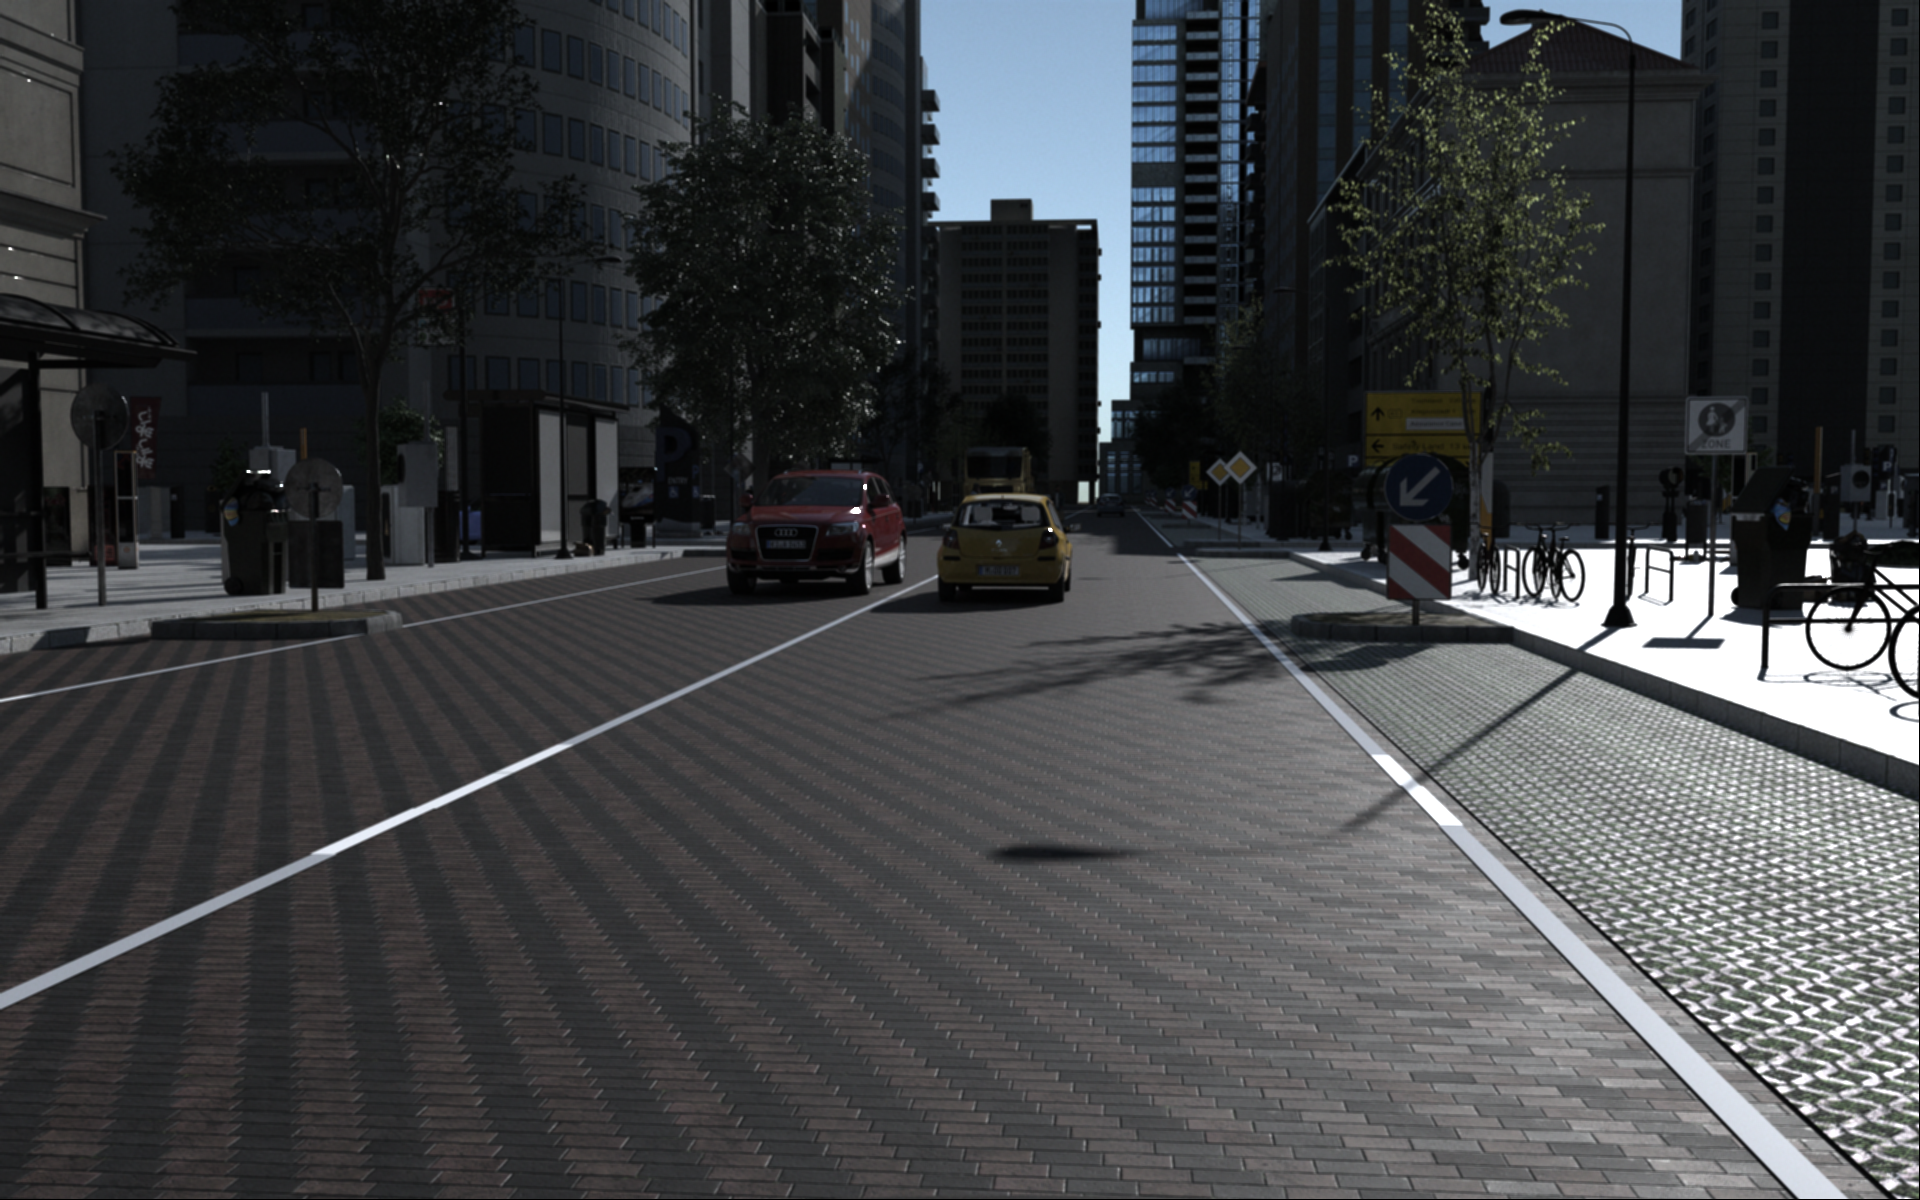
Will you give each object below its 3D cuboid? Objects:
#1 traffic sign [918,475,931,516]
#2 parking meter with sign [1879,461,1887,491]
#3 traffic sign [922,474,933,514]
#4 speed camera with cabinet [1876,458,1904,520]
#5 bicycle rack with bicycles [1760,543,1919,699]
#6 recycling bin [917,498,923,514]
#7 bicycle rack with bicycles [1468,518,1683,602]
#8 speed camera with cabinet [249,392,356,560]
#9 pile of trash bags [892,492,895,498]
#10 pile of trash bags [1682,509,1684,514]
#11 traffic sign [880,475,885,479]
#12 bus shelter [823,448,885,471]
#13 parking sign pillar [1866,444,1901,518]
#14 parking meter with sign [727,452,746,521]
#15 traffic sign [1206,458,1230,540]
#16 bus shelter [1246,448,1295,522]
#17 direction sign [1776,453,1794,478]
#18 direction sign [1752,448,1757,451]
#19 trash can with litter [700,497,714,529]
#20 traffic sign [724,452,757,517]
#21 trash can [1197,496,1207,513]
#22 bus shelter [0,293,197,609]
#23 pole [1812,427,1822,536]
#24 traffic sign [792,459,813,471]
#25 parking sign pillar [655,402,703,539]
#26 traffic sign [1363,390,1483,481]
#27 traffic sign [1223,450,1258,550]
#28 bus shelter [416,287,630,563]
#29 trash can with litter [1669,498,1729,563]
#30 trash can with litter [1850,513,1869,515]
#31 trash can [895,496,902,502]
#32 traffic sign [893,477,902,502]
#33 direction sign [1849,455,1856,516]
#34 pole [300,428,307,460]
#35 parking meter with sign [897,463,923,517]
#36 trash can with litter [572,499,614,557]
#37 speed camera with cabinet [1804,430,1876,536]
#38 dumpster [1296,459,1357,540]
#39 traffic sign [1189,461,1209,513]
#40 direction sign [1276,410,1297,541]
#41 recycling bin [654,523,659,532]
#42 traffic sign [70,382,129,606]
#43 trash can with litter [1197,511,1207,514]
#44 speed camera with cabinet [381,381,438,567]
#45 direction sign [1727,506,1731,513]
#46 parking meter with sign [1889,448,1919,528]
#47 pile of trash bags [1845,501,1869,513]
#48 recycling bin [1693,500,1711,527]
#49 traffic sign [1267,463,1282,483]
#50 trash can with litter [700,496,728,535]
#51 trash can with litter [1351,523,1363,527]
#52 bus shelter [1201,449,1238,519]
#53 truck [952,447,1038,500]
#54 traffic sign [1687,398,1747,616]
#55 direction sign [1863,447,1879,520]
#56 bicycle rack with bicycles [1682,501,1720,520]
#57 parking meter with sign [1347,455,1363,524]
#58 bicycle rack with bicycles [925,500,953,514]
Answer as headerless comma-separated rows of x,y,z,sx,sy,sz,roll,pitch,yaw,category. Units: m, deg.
-2.088,-6.191,102.404,0.795,2.450,0.064,0,4,8,traffic sign
48.548,-5.793,90.981,0.543,3.016,1.738,3,4,37,parking meter with sign
-2.090,-6.605,108.095,0.768,2.556,0.104,1,4,10,traffic sign
47.172,-5.710,87.690,2.038,3.252,0.660,-2,4,-35,speed camera with cabinet
7.085,0.092,11.874,2.925,0.926,2.852,0,4,-5,bicycle rack with bicycles
-2.790,-5.813,107.600,0.722,1.027,0.722,3,4,36,recycling bin
7.707,-0.508,21.692,2.852,0.926,2.925,1,4,14,bicycle rack with bicycles
-12.798,-2.407,33.698,2.038,3.252,0.660,1,4,19,speed camera with cabinet
-4.205,-4.622,85.322,1.912,1.369,3.447,2,4,29,pile of trash bags
46.486,-6.308,112.884,1.912,1.369,3.447,0,4,-2,pile of trash bags
-4.288,-5.695,95.236,0.606,2.300,0.079,0,4,6,traffic sign
-4.706,-5.090,77.144,2.014,3.302,5.546,0,4,5,bus shelter
50.333,-6.486,94.511,1.447,3.967,1.447,0,4,-7,parking sign pillar
-8.861,-4.465,69.260,0.543,3.016,1.738,-1,4,-18,parking meter with sign
7.176,-2.704,47.858,0.795,2.450,0.064,0,4,5,traffic sign
13.810,-5.149,78.107,2.014,3.302,5.546,0,4,5,bus shelter
45.954,-6.394,96.540,0.876,3.537,0.379,3,4,39,direction sign
39.081,-5.750,86.016,0.379,3.537,0.876,-3,4,-38,direction sign
-9.355,-3.172,63.253,0.624,1.170,1.055,-2,4,-27,trash can with litter
-5.198,-2.284,40.992,0.795,2.450,0.064,0,4,5,traffic sign
16.561,-6.532,118.453,0.748,1.137,0.748,0,3,0,trash can
-9.785,-1.397,16.771,2.014,3.302,5.546,0,4,5,bus shelter
25.973,-3.586,52.470,0.158,3.312,0.155,0,3,0,pole
-4.468,-2.771,48.944,0.795,2.450,0.064,0,4,5,traffic sign
-8.223,-3.785,50.364,1.447,3.967,1.447,2,4,26,parking sign pillar
9.075,-2.456,34.026,2.265,3.308,0.079,1,4,9,traffic sign
6.445,-2.218,39.906,0.795,2.450,0.064,0,4,5,traffic sign
-9.197,-3.582,36.193,2.179,5.291,8.768,0,4,5,bus shelter
14.547,-1.364,33.361,2.233,1.210,1.678,-2,4,-27,trash can with litter
55.525,-5.784,105.629,1.678,1.210,2.233,-2,4,-32,trash can with litter
-3.815,-5.789,106.297,0.748,1.137,0.748,0,3,0,trash can
-3.775,-6.261,104.495,0.606,2.300,0.079,1,4,10,traffic sign
51.376,-6.583,99.628,0.379,3.537,0.876,3,4,37,direction sign
-20.228,-3.644,53.418,0.158,3.312,0.155,0,3,0,pole
-2.889,-6.202,97.667,1.738,3.016,0.543,3,5,41,parking meter with sign
-7.622,-1.499,35.898,0.624,1.170,1.055,0,4,8,trash can with litter
26.765,-3.589,53.009,2.038,3.252,0.660,0,4,-6,speed camera with cabinet
10.344,-2.839,48.915,1.502,2.255,1.985,0,4,5,dumpster
15.137,-6.854,105.935,2.265,3.308,0.079,1,4,14,traffic sign
8.843,-3.387,47.369,0.379,3.537,0.876,0,4,-2,direction sign
-9.553,-2.709,56.851,0.722,1.027,0.722,2,4,27,recycling bin
-9.835,-1.204,19.788,0.768,2.556,0.104,1,4,14,traffic sign
16.122,-6.244,113.152,2.233,1.210,1.678,3,5,44,trash can with litter
-9.834,-2.233,30.854,0.660,3.252,2.038,-2,4,-30,speed camera with cabinet
51.497,-7.575,115.844,0.379,3.537,0.876,0,4,-7,direction sign
36.011,-4.219,65.249,1.738,3.016,0.543,1,4,12,parking meter with sign
60.341,-6.502,116.062,1.912,1.369,3.447,2,4,26,pile of trash bags
29.438,-3.427,68.580,0.722,1.027,0.722,2,4,29,recycling bin
10.305,-3.327,56.523,0.606,2.300,0.079,1,4,9,traffic sign
-7.572,-2.631,54.079,2.233,1.210,1.678,1,4,11,trash can with litter
15.272,-3.522,68.636,1.678,1.210,2.233,-1,4,-16,trash can with litter
13.967,-6.232,93.169,1.731,3.624,6.357,0,4,5,bus shelter
1.681,-4.736,73.359,3.469,3.379,9.791,0,4,5,truck
7.930,-0.984,18.224,0.606,2.300,0.079,1,4,13,traffic sign
44.384,-5.654,84.445,0.379,3.537,0.876,-1,4,-20,direction sign
36.701,-4.534,87.505,2.852,0.926,2.925,0,4,3,bicycle rack with bicycles
17.386,-4.881,76.059,0.543,3.016,1.738,0,4,3,parking meter with sign
-1.760,-5.991,111.328,2.852,0.926,2.925,1,4,21,bicycle rack with bicycles
